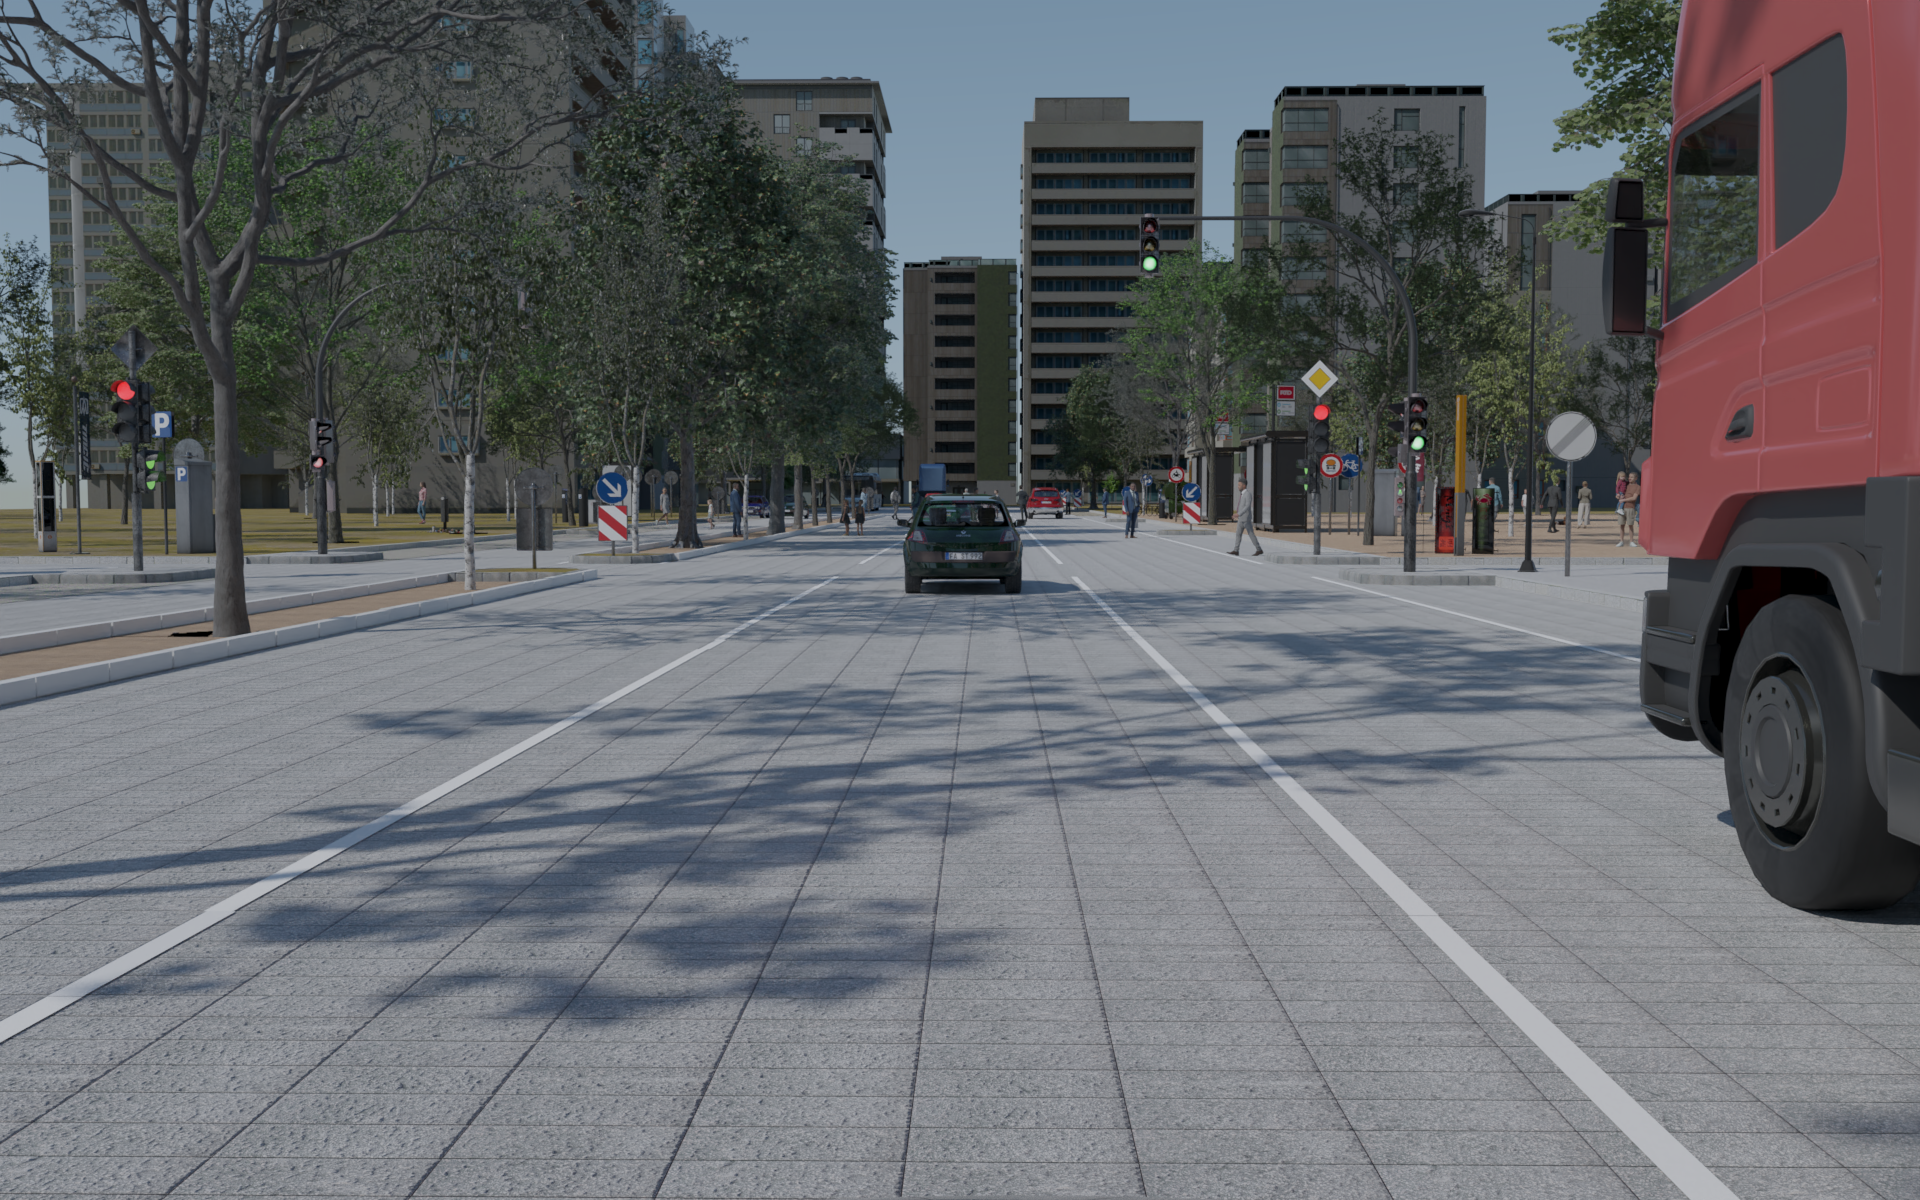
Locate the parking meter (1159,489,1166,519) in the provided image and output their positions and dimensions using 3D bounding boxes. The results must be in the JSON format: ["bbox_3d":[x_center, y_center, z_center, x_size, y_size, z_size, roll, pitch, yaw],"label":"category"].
[{"bbox_3d":[10.611,-5.036,90.754,0.372,1.533,0.369,0,3,0],"label":"parking meter"}]

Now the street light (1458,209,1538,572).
[{"bbox_3d":[8.822,-3.416,28.392,1.470,5.913,1.316,0,4,1],"label":"street light"}]

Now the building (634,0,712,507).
[{"bbox_3d":[-39.835,-33.374,165.267,30.456,49.044,23.786,0,4,1],"label":"building"}]

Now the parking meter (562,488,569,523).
[{"bbox_3d":[-17.719,-4.253,77.945,0.372,1.533,0.369,0,3,0],"label":"parking meter"}]

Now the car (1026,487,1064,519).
[{"bbox_3d":[4.925,-5.643,100.935,2.281,1.827,5.304,0,4,1],"label":"car"}]

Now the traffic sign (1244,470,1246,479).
[{"bbox_3d":[13.453,-4.874,79.800,0.768,2.556,0.104,0,4,2],"label":"traffic sign"}]

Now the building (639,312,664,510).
[{"bbox_3d":[-32.476,-22.582,140.918,14.160,30.474,14.107,0,4,1],"label":"building"}]

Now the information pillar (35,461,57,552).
[{"bbox_3d":[-20.160,-2.063,38.224,0.304,2.012,0.304,3,5,44],"label":"information pillar"}]

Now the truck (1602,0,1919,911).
[{"bbox_3d":[3.866,-0.831,2.505,2.839,4.237,11.283,0,4,2],"label":"truck"}]

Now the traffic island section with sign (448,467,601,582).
[{"bbox_3d":[-7.300,-1.278,29.025,2.006,1.907,1.989,0,4,1],"label":"traffic island section with sign"}]

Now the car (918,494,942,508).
[{"bbox_3d":[-0.333,-2.669,55.429,2.131,1.459,4.920,0,4,3],"label":"car"}]

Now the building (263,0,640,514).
[{"bbox_3d":[-35.652,-30.502,122.410,21.300,48.544,21.600,0,4,1],"label":"building"}]

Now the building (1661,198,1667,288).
[{"bbox_3d":[72.082,-24.234,167.927,14.107,30.474,14.160,0,4,1],"label":"building"}]

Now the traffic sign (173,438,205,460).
[{"bbox_3d":[-17.633,-2.416,39.602,0.768,2.556,0.104,0,4,8],"label":"traffic sign"}]

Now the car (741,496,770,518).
[{"bbox_3d":[-12.314,-5.522,102.872,1.945,1.354,3.894,0,4,1],"label":"car"}]

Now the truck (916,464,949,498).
[{"bbox_3d":[-2.434,-9.722,148.714,2.967,4.110,18.799,0,4,0],"label":"truck"}]

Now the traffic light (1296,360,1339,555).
[{"bbox_3d":[7.511,-2.905,36.413,0.839,4.253,0.868,0,4,1],"label":"traffic light"}]

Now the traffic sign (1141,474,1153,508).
[{"bbox_3d":[11.777,-6.681,109.338,0.768,2.556,0.104,1,4,11],"label":"traffic sign"}]

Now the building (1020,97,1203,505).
[{"bbox_3d":[18.210,-36.175,215.156,21.600,48.544,21.300,0,4,1],"label":"building"}]

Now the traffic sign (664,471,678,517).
[{"bbox_3d":[-15.885,-5.817,95.213,0.768,2.556,0.104,0,4,5],"label":"traffic sign"}]

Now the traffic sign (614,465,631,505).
[{"bbox_3d":[-14.667,-4.598,75.275,0.768,2.556,0.104,0,4,5],"label":"traffic sign"}]

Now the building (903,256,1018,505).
[{"bbox_3d":[0.054,-27.019,213.468,14.107,30.474,14.160,0,4,1],"label":"building"}]

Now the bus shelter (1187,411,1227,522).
[{"bbox_3d":[11.918,-6.339,81.270,2.179,5.291,8.768,0,4,1],"label":"bus shelter"}]

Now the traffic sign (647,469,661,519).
[{"bbox_3d":[-15.482,-5.352,87.605,0.768,2.556,0.104,1,4,8],"label":"traffic sign"}]

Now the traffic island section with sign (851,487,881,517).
[{"bbox_3d":[-5.926,-6.326,111.560,2.006,1.907,1.989,0,4,1],"label":"traffic island section with sign"}]

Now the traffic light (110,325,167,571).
[{"bbox_3d":[-13.680,-2.437,28.763,0.839,4.253,0.868,0,4,1],"label":"traffic light"}]

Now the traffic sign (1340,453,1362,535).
[{"bbox_3d":[12.248,-3.324,54.460,0.768,2.556,0.104,0,4,5],"label":"traffic sign"}]

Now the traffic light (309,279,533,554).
[{"bbox_3d":[-11.454,-3.797,36.747,4.771,5.953,1.251,0,4,1],"label":"traffic light"}]

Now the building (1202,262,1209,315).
[{"bbox_3d":[36.311,-26.998,213.112,14.107,30.474,14.160,0,4,1],"label":"building"}]

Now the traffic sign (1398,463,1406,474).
[{"bbox_3d":[12.567,-2.947,48.295,0.768,2.556,0.104,0,4,2],"label":"traffic sign"}]

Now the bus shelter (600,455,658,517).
[{"bbox_3d":[-16.105,-5.494,83.753,2.014,3.302,5.546,0,4,1],"label":"bus shelter"}]

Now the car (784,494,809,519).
[{"bbox_3d":[-9.792,-5.525,100.115,2.009,1.686,4.222,0,4,3],"label":"car"}]

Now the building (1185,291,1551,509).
[{"bbox_3d":[36.567,-19.387,162.018,27.650,21.520,28.899,0,4,1],"label":"building"}]

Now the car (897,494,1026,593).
[{"bbox_3d":[0.029,-1.014,26.370,2.009,1.686,4.222,0,4,-1],"label":"car"}]

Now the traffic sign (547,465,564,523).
[{"bbox_3d":[-17.673,-4.624,75.711,0.768,2.556,0.104,1,4,9],"label":"traffic sign"}]

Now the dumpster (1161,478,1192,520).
[{"bbox_3d":[11.044,-5.219,87.830,1.502,2.255,1.985,0,4,1],"label":"dumpster"}]

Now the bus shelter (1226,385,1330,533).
[{"bbox_3d":[11.210,-5.115,61.268,2.179,5.291,8.768,0,4,1],"label":"bus shelter"}]

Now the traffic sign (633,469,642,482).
[{"bbox_3d":[-16.458,-5.353,87.629,0.768,2.556,0.104,0,4,5],"label":"traffic sign"}]

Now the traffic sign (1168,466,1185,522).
[{"bbox_3d":[9.937,-4.861,79.576,0.768,2.556,0.104,0,4,2],"label":"traffic sign"}]

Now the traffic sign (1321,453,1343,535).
[{"bbox_3d":[11.607,-3.313,54.268,0.768,2.556,0.104,0,4,5],"label":"traffic sign"}]

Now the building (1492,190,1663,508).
[{"bbox_3d":[57.951,-24.278,168.639,14.107,30.474,14.160,0,4,1],"label":"building"}]

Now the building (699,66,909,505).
[{"bbox_3d":[-20.883,-38.573,219.904,27.495,52.752,28.713,0,4,1],"label":"building"}]

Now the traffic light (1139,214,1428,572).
[{"bbox_3d":[5.285,-3.282,28.322,4.771,5.953,1.251,0,4,1],"label":"traffic light"}]

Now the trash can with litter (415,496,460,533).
[{"bbox_3d":[-17.198,-2.845,57.574,1.678,1.210,2.233,-1,4,-22],"label":"trash can with litter"}]

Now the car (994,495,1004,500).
[{"bbox_3d":[2.741,-8.392,149.574,2.083,1.381,4.827,0,4,1],"label":"car"}]

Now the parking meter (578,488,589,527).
[{"bbox_3d":[-14.813,-3.653,68.139,0.372,1.533,0.369,0,3,0],"label":"parking meter"}]

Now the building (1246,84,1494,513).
[{"bbox_3d":[29.292,-21.677,126.116,14.160,30.474,14.107,0,4,1],"label":"building"}]

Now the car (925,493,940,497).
[{"bbox_3d":[-1.799,-7.065,124.556,2.155,1.783,4.494,0,4,0],"label":"car"}]

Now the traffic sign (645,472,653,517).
[{"bbox_3d":[-17.144,-5.880,96.246,0.768,2.556,0.104,0,4,2],"label":"traffic sign"}]

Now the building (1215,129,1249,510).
[{"bbox_3d":[28.880,-22.539,140.206,14.160,30.474,14.107,0,4,1],"label":"building"}]

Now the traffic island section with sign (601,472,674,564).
[{"bbox_3d":[-7.168,-1.731,36.431,2.006,1.907,1.989,0,4,1],"label":"traffic island section with sign"}]

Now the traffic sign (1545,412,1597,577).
[{"bbox_3d":[9.445,-1.636,26.859,0.768,2.556,0.104,0,4,5],"label":"traffic sign"}]

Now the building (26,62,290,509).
[{"bbox_3d":[-67.977,-28.731,161.630,23.993,40.220,32.217,0,4,1],"label":"building"}]
